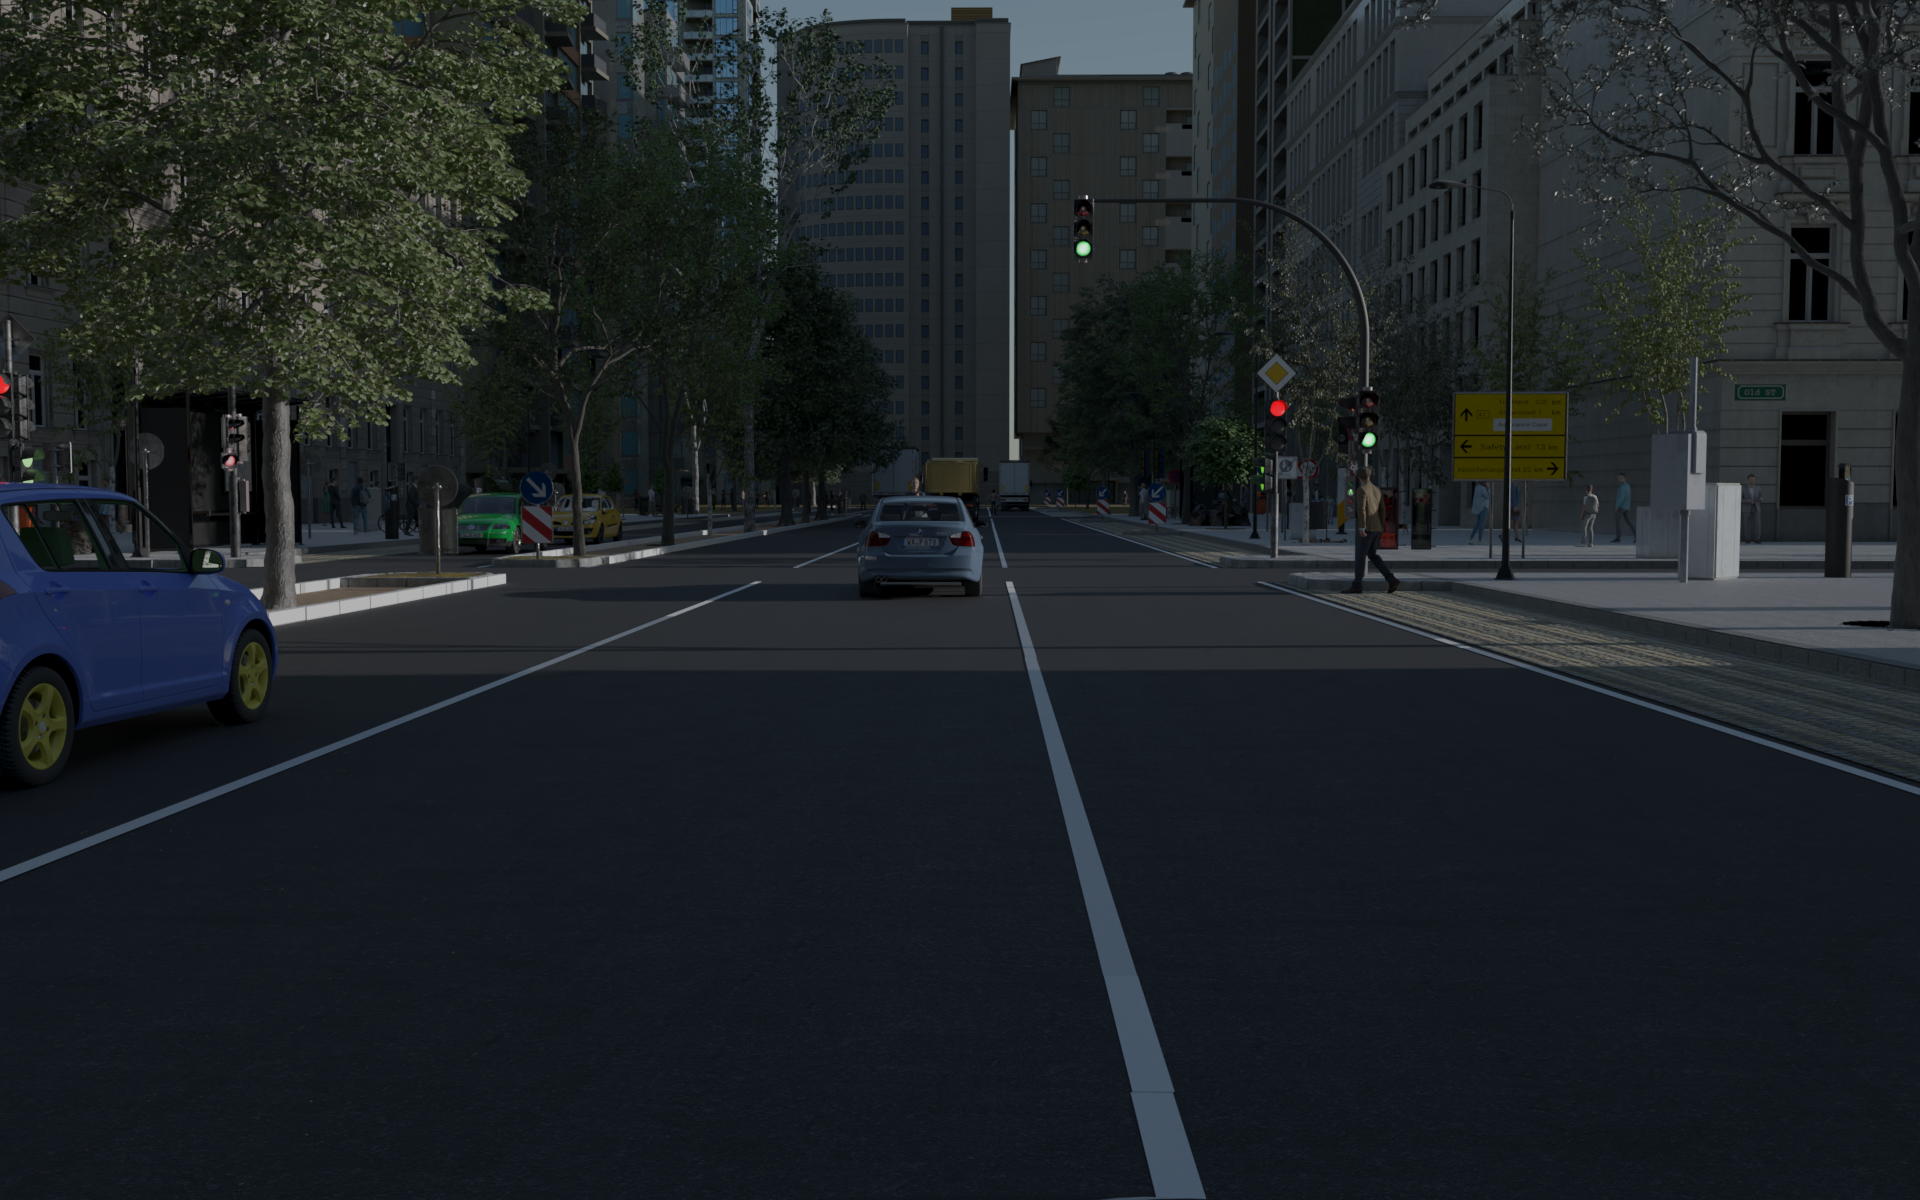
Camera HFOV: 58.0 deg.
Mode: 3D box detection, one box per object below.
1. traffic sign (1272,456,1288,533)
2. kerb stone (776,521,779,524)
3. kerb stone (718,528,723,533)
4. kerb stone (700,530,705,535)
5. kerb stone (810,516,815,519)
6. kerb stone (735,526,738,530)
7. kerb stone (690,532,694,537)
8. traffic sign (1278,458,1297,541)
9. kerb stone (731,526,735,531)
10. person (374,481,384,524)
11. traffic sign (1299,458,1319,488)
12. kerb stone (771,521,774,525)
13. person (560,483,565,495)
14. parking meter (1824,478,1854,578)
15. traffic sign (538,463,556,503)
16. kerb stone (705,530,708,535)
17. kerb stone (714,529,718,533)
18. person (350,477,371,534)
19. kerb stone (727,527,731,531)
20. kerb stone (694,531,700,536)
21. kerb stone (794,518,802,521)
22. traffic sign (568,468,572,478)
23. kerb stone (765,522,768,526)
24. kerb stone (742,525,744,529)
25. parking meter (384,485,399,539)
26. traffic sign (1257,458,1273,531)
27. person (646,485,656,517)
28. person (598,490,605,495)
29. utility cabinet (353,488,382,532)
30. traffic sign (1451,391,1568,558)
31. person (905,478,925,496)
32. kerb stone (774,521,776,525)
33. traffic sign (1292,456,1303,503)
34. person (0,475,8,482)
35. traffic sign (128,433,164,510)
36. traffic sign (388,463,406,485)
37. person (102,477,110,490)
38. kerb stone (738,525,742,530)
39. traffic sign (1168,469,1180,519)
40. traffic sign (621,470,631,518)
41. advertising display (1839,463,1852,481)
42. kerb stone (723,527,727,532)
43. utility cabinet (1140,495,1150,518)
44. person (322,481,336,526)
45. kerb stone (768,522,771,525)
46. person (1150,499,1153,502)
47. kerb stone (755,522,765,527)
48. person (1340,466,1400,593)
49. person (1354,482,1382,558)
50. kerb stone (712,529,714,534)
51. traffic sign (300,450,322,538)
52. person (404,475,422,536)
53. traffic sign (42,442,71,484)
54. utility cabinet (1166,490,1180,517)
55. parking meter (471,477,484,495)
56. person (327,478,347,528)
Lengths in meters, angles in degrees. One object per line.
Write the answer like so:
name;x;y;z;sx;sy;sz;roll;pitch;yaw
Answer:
traffic sign;10.700;-3.506;57.425;0.768;2.556;0.104;1;4;9
kerb stone;-8.721;-3.602;81.177;0.120;0.150;1.000;0;4;1
kerb stone;-8.964;-2.541;63.737;0.120;0.150;1.000;0;4;1
kerb stone;-9.020;-2.290;59.635;0.120;0.150;1.000;0;4;1
kerb stone;-8.466;-4.739;99.676;0.120;0.150;1.000;0;4;1
kerb stone;-8.909;-2.792;67.838;0.120;0.150;1.000;0;4;1
kerb stone;-9.059;-2.164;57.583;0.120;0.150;1.000;0;4;1
traffic sign;8.948;-2.783;47.629;0.606;2.300;0.079;0;4;7
kerb stone;-8.923;-2.729;66.813;0.120;0.150;1.000;0;4;1
person;-25.381;-4.230;75.052;0.795;1.843;0.661;-1;4;-9
traffic sign;12.339;-3.755;61.492;0.768;2.556;0.104;0;4;7
kerb stone;-8.754;-3.482;79.126;0.120;0.150;1.000;0;4;1
person;-19.757;-4.864;85.600;0.654;1.822;0.581;2;4;34
parking meter;13.519;-1.114;26.632;0.372;1.533;0.369;0;3;0
traffic sign;-16.762;-4.295;70.335;0.768;2.556;0.104;1;4;9
kerb stone;-9.012;-2.352;60.659;0.120;0.150;1.000;0;4;1
kerb stone;-8.976;-2.470;62.711;0.120;0.150;1.000;0;4;1
person;-19.110;-2.998;55.051;0.794;1.824;0.713;0;4;5
kerb stone;-8.936;-2.666;65.790;0.120;0.150;1.000;0;4;1
kerb stone;-9.043;-2.227;58.613;0.120;0.150;1.000;0;4;1
kerb stone;-8.577;-4.237;91.465;0.120;0.150;1.000;0;4;1
traffic sign;-17.959;-4.949;81.015;0.768;2.556;0.104;0;4;3
kerb stone;-8.780;-3.350;77.058;0.120;0.150;1.000;0;4;1
kerb stone;-8.884;-2.918;69.897;0.120;0.150;1.000;0;4;1
parking meter;-16.123;-2.490;49.126;0.372;1.533;0.369;0;3;0
traffic sign;10.671;-3.668;60.075;0.768;2.556;0.104;0;4;6
person;-17.061;-5.462;95.580;0.641;1.798;0.478;2;4;33
person;-19.073;-5.180;91.414;0.598;1.740;0.731;2;4;28
utility cabinet;-20.067;-3.057;58.666;0.318;1.500;1.173;1;4;16
traffic sign;10.907;-2.481;34.437;2.265;3.308;0.079;0;4;1
person;-0.953;-1.646;35.827;0.576;1.772;0.534;0;4;-1
kerb stone;-8.735;-3.543;80.150;0.120;0.150;1.000;0;4;1
traffic sign;11.269;-3.586;58.639;0.884;2.594;0.081;0;4;3
person;-27.114;-2.627;49.093;0.694;1.812;0.767;3;4;39
traffic sign;-16.963;-2.201;36.099;0.768;2.556;0.104;0;4;2
traffic sign;-18.296;-3.313;56.299;0.606;2.300;0.079;1;4;9
person;-26.879;-2.967;54.646;0.778;1.811;0.616;-2;4;-30
kerb stone;-8.896;-2.854;68.866;0.120;0.150;1.000;0;4;1
traffic sign;11.057;-5.438;89.016;0.768;2.556;0.104;0;4;6
traffic sign;-18.205;-5.726;93.623;0.884;2.594;0.081;0;4;2
advertising display;18.585;-1.908;36.409;0.123;1.923;0.974;2;4;34
kerb stone;-8.948;-2.603;64.760;0.120;0.150;1.000;0;4;1
utility cabinet;9.292;-4.628;86.831;0.306;1.237;1.020;1;4;18
person;-25.484;-3.888;69.862;0.529;1.795;0.600;2;4;26
kerb stone;-8.763;-3.419;78.088;0.120;0.150;1.000;0;4;1
person;11.785;-6.040;104.893;0.679;1.850;0.850;-1;4;-23
kerb stone;-8.793;-3.293;76.033;0.120;0.150;1.000;0;4;1
person;5.898;-1.005;24.849;0.836;1.842;0.656;1;4;12
person;8.016;-1.726;34.438;0.419;1.800;0.721;-2;4;-31
kerb stone;-8.994;-2.415;61.681;0.120;0.150;1.000;0;4;1
traffic sign;-18.820;-3.055;50.054;0.768;2.556;0.104;0;4;3
person;-16.659;-2.888;53.042;0.755;1.850;0.659;-1;4;-12
traffic sign;-17.822;-1.961;34.187;0.606;2.300;0.079;0;4;6
utility cabinet;12.104;-5.435;97.537;1.173;1.500;0.318;-3;5;-42
parking meter;-16.947;-3.371;60.829;0.399;1.863;0.255;-3;5;-40
person;-23.443;-3.650;65.084;0.648;1.900;0.474;1;4;20
